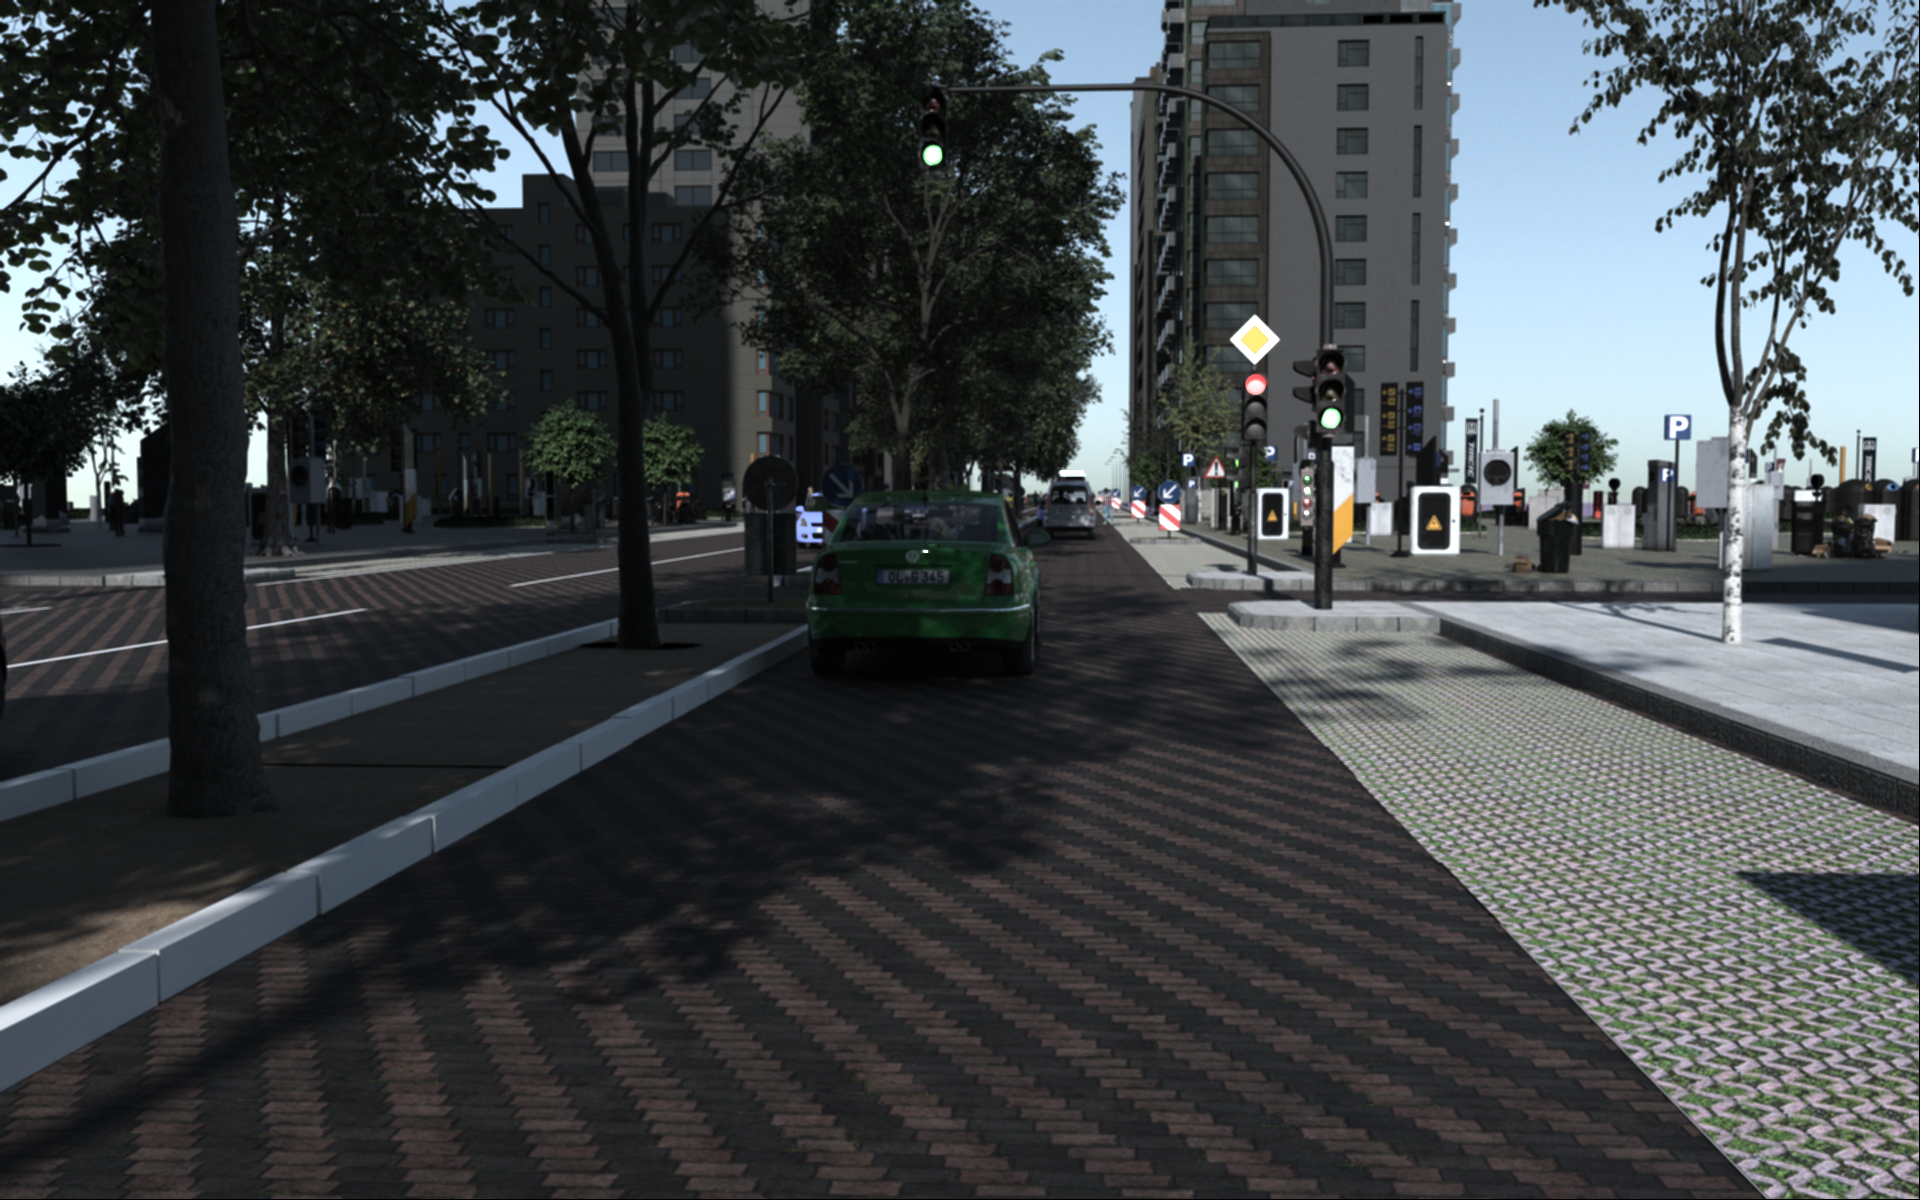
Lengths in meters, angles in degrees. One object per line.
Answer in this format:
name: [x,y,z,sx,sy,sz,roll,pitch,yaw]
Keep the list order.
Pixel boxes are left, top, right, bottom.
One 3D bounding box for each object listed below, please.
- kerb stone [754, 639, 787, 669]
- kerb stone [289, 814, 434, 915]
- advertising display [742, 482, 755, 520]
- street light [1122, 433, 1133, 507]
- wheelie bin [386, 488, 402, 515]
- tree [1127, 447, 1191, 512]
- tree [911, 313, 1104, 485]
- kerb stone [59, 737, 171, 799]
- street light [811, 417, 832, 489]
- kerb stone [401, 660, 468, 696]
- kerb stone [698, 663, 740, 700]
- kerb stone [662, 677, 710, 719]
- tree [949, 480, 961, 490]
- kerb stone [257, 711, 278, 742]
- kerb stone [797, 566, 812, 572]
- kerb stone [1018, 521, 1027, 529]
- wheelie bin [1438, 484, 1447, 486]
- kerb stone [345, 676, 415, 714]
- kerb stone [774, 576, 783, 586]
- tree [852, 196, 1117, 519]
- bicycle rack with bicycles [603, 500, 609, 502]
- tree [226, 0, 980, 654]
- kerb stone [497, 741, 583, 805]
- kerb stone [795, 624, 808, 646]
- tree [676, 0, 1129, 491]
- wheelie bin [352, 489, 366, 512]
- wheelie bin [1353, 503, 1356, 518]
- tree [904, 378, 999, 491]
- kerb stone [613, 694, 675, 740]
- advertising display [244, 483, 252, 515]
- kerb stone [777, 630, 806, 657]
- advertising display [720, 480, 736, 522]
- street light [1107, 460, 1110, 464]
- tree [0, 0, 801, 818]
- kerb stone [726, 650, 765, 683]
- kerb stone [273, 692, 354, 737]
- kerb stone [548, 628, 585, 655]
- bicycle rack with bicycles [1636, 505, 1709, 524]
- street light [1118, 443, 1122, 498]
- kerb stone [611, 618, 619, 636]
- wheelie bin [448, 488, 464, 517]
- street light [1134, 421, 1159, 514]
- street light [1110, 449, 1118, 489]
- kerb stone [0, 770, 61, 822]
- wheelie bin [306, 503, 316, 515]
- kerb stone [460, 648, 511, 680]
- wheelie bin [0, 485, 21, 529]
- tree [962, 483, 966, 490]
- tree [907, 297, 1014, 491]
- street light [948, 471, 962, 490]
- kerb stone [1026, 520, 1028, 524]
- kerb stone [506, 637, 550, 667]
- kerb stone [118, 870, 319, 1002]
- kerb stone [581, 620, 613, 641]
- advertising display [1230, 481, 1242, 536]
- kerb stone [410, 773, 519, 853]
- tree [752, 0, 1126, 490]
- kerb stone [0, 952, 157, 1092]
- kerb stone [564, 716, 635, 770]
kerb stone: [-1.623,0.470,14.563,0.120,0.150,1.000,0,4,4]
kerb stone: [-2.199,0.966,6.397,0.120,0.150,1.000,0,4,4]
advertising display: [-10.415,-4.908,85.463,0.123,1.923,0.974,2,4,27]
street light: [13.363,-9.765,132.205,1.470,5.913,1.316,0,4,4]
wheelie bin: [-29.623,-5.067,90.746,0.980,1.594,0.693,2,4,31]
tree: [13.474,-8.486,122.467,4.285,4.588,4.351,0,3,0]
tree: [2.035,-10.678,87.406,12.009,13.543,11.850,0,3,0]
kerb stone: [-4.150,0.832,8.585,0.120,0.150,1.000,0,4,4]
street light: [-8.406,-8.085,104.730,1.470,5.913,1.316,0,4,4]
kerb stone: [-3.863,0.582,12.685,0.120,0.150,1.000,0,4,4]
kerb stone: [-1.768,0.596,12.519,0.120,0.150,1.000,0,4,4]
kerb stone: [-1.841,0.658,11.499,0.120,0.150,1.000,0,4,4]
tree: [-1.316,-13.899,221.851,1.663,3.219,1.824,0,3,0]
kerb stone: [-4.088,0.770,9.606,0.120,0.150,1.000,0,4,4]
kerb stone: [-2.671,-0.453,29.603,0.120,0.150,1.000,0,4,4]
kerb stone: [2.807,-3.383,77.506,0.120,0.150,1.000,0,4,4]
wheelie bin: [15.334,-2.882,55.025,0.693,1.594,0.980,3,4,38]
kerb stone: [-3.938,0.654,11.652,0.120,0.150,1.000,0,4,4]
kerb stone: [-2.822,-0.328,27.559,0.120,0.150,1.000,0,4,4]
tree: [0.991,-8.872,64.517,9.611,12.733,9.660,0,3,0]
bicycle rack with bicycles: [-21.327,-5.250,99.211,2.852,0.926,2.925,-3,5,-40]
tree: [-3.081,-5.359,15.831,9.928,11.665,9.643,0,3,0]
kerb stone: [-2.054,0.847,8.437,0.120,0.150,1.000,0,4,4]
kerb stone: [-1.485,0.340,16.628,0.120,0.150,1.000,0,4,4]
tree: [-1.225,-5.790,31.528,8.767,10.594,7.601,0,4,4]
wheelie bin: [-34.923,-5.651,100.298,0.693,1.594,0.980,3,4,39]
wheelie bin: [18.080,-4.467,80.939,0.980,1.594,0.693,-1,4,-12]
tree: [0.207,-6.284,55.556,4.737,8.622,4.395,0,3,0]
kerb stone: [-1.919,0.717,10.477,0.120,0.150,1.000,0,4,4]
advertising display: [-40.776,-5.743,99.112,0.123,1.923,0.974,0,4,5]
kerb stone: [-1.552,0.406,15.592,0.120,0.150,1.000,0,4,4]
advertising display: [-10.744,-4.590,80.260,0.123,1.923,0.974,2,4,31]
street light: [19.389,-14.855,215.417,1.470,5.913,1.316,0,4,4]
tree: [-3.270,-5.286,7.004,7.486,12.596,7.792,0,3,0]
kerb stone: [-1.700,0.529,13.540,0.120,0.150,1.000,0,4,4]
kerb stone: [-4.005,0.713,10.631,0.120,0.150,1.000,0,4,4]
kerb stone: [-3.641,0.394,15.756,0.120,0.150,1.000,0,4,4]
bicycle rack with bicycles: [23.418,-2.722,57.880,2.925,0.926,2.852,2,4,25]
street light: [15.114,-11.176,155.272,1.470,5.913,1.316,0,4,4]
kerb stone: [-3.499,0.269,17.806,0.120,0.150,1.000,0,4,4]
wheelie bin: [-25.683,-4.920,88.350,0.693,1.594,0.980,-2,4,-30]
street light: [11.887,-8.373,109.443,1.470,5.913,1.316,0,4,4]
street light: [17.636,-13.418,191.931,1.470,5.913,1.316,0,4,4]
kerb stone: [-4.223,0.895,7.563,0.120,0.150,1.000,0,4,4]
wheelie bin: [-29.045,-4.251,77.414,0.980,1.594,0.693,-1,4,-22]
kerb stone: [-3.794,0.519,13.705,0.120,0.150,1.000,0,4,4]
wheelie bin: [-34.878,-3.387,63.287,0.693,1.594,0.980,2,4,26]
tree: [0.442,-15.330,245.239,1.663,3.219,1.824,0,3,0]
tree: [-0.039,-5.904,49.353,4.360,8.622,3.978,0,3,0]
street light: [-0.850,-14.590,211.080,1.470,5.913,1.316,0,4,4]
kerb stone: [2.872,-3.446,78.530,0.120,0.150,1.000,0,4,4]
kerb stone: [-3.718,0.457,14.725,0.120,0.150,1.000,0,4,4]
kerb stone: [-2.277,1.029,5.378,0.120,0.150,1.000,0,4,4]
kerb stone: [-3.583,0.334,16.781,0.120,0.150,1.000,0,4,4]
advertising display: [8.553,-2.965,53.684,0.123,1.923,0.974,2,4,25]
kerb stone: [-2.121,0.906,7.417,0.120,0.150,1.000,0,4,4]
tree: [-0.469,-8.109,41.697,9.857,13.997,8.962,0,3,0]
kerb stone: [-2.343,1.094,4.358,0.120,0.150,1.000,0,4,4]
kerb stone: [-1.980,0.785,9.456,0.120,0.150,1.000,0,4,4]
